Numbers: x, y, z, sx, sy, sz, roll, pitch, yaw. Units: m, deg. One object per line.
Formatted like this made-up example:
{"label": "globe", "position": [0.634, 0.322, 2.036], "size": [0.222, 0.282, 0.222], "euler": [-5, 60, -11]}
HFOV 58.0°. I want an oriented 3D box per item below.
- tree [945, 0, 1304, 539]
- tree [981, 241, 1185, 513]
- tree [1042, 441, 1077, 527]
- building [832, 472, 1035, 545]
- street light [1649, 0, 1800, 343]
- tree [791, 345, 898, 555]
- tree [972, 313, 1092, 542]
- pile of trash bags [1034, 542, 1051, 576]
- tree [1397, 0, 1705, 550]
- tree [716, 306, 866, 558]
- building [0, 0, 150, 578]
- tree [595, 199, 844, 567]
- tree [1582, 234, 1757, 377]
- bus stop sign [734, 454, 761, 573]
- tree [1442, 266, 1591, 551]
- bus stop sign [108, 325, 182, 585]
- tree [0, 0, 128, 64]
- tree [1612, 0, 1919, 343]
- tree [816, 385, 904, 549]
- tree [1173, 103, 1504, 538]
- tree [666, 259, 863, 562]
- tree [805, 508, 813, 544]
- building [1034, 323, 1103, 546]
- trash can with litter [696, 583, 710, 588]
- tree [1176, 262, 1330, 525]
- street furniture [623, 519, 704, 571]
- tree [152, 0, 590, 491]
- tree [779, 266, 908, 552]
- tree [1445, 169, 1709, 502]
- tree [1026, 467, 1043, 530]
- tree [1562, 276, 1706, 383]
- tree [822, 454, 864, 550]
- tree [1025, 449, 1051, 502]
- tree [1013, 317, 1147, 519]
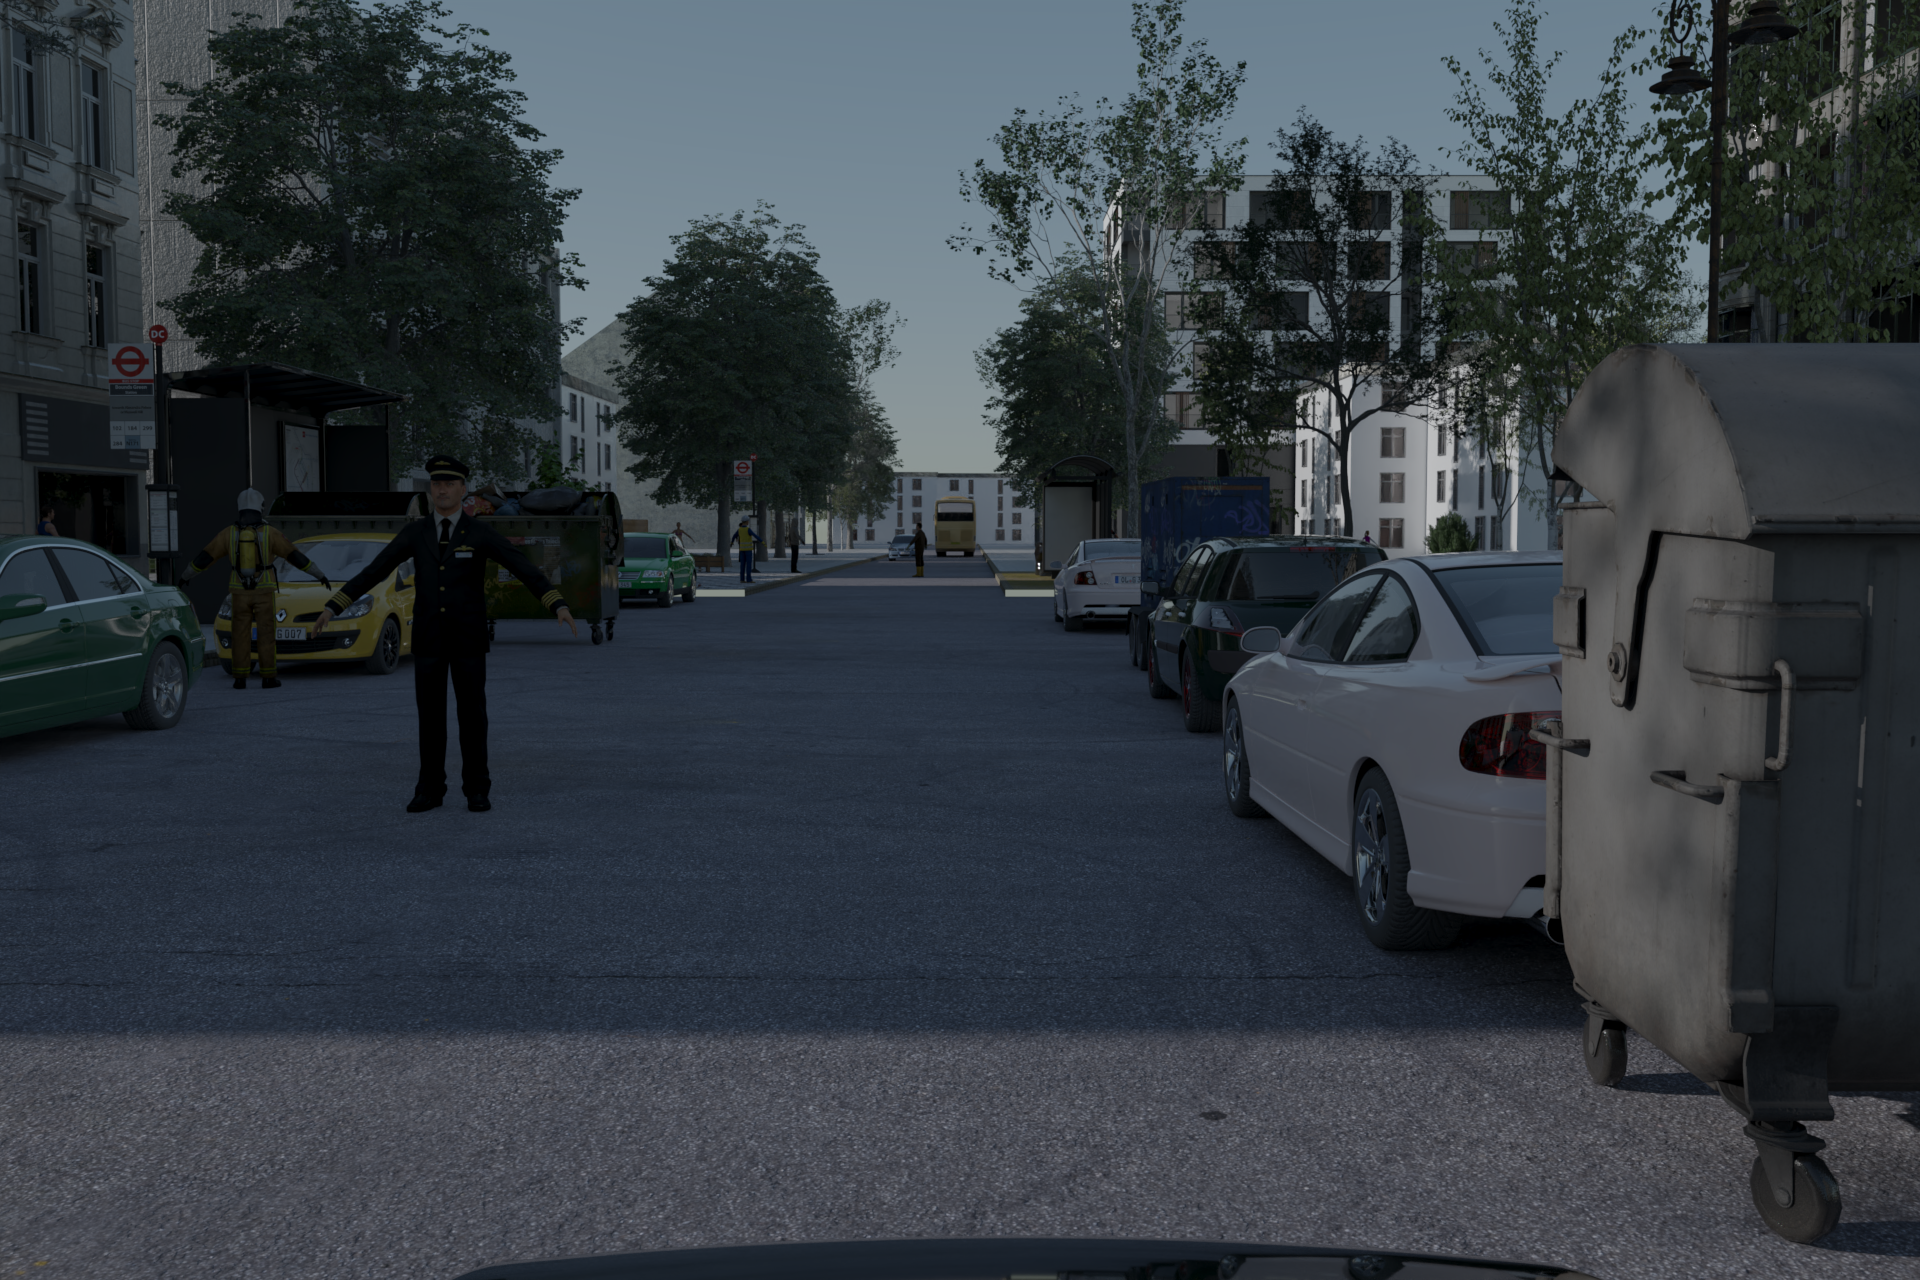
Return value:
{"label": "tree", "position": [5.872, -12.602, 61.936], "size": [12.611, 20.169, 13.585], "euler": [0, 3, 0]}
{"label": "tree", "position": [5.632, -10.426, 77.125], "size": [9.857, 13.997, 8.962], "euler": [0, 3, 0]}
{"label": "tree", "position": [6.172, -9.378, 103.689], "size": [4.360, 8.622, 3.978], "euler": [0, 3, 0]}
{"label": "building", "position": [-3.517, -17.722, 234.366], "size": [28.070, 9.664, 9.099], "euler": [0, 4, -7]}
{"label": "street light", "position": [5.689, -2.465, 13.086], "size": [0.468, 5.910, 1.993], "euler": [0, 4, 0]}
{"label": "tree", "position": [-9.038, -11.973, 106.135], "size": [12.009, 13.543, 11.850], "euler": [0, 3, 0]}
{"label": "tree", "position": [8.306, -17.556, 142.931], "size": [12.611, 20.169, 13.585], "euler": [0, 3, 0]}
{"label": "pile of trash bags", "position": [3.269, -2.711, 54.085], "size": [1.912, 1.369, 3.447], "euler": [0, 4, 0]}
{"label": "tree", "position": [8.135, -4.482, 23.644], "size": [4.737, 8.622, 4.395], "euler": [0, 3, 0]}
{"label": "tree", "position": [-9.721, -11.373, 92.603], "size": [9.857, 13.997, 8.962], "euler": [0, 3, 0]}
{"label": "building", "position": [-29.272, -15.226, 25.354], "size": [17.030, 29.872, 44.131], "euler": [0, 4, 1]}
{"label": "tree", "position": [-9.243, -9.783, 66.606], "size": [9.857, 13.997, 8.962], "euler": [0, 3, 0]}
{"label": "tree", "position": [16.659, -5.638, 42.539], "size": [4.360, 8.622, 3.978], "euler": [0, 3, 0]}
{"label": "bus stop sign", "position": [-7.048, -4.202, 57.413], "size": [0.855, 3.939, 0.416], "euler": [0, 4, 1]}
{"label": "tree", "position": [14.857, -5.947, 47.595], "size": [4.360, 8.622, 3.978], "euler": [0, 3, 0]}
{"label": "bus stop sign", "position": [-10.419, -2.046, 22.149], "size": [0.855, 3.939, 0.416], "euler": [0, 4, 0]}
{"label": "tree", "position": [-12.989, -6.394, 14.916], "size": [12.009, 13.543, 11.850], "euler": [0, 3, 0]}
{"label": "tree", "position": [8.468, -4.095, 17.320], "size": [4.737, 8.622, 4.395], "euler": [0, 3, 0]}
{"label": "tree", "position": [-9.377, -14.641, 146.035], "size": [9.857, 13.997, 8.962], "euler": [0, 3, 0]}
{"label": "tree", "position": [8.315, -6.336, 38.002], "size": [7.601, 10.594, 8.767], "euler": [1, 4, 21]}
{"label": "tree", "position": [-9.146, -10.619, 80.273], "size": [9.857, 13.997, 8.962], "euler": [0, 3, 0]}
{"label": "tree", "position": [-20.048, -17.228, 232.037], "size": [4.737, 8.622, 4.395], "euler": [0, 3, 0]}
{"label": "building", "position": [21.762, -20.814, 184.285], "size": [27.936, 21.610, 32.646], "euler": [0, 3, 0]}
{"label": "trash can with litter", "position": [-6.737, -1.886, 41.901], "size": [1.678, 1.210, 2.233], "euler": [0, 4, 2]}
{"label": "tree", "position": [7.615, -5.891, 46.681], "size": [4.737, 8.622, 4.395], "euler": [0, 3, 0]}
{"label": "street furniture", "position": [-12.055, -2.596, 49.300], "size": [11.010, 1.723, 9.812], "euler": [1, 4, 20]}
{"label": "tree", "position": [-13.121, -8.106, 39.185], "size": [9.857, 13.997, 8.962], "euler": [0, 3, 0]}
{"label": "tree", "position": [-10.788, -16.418, 124.327], "size": [12.611, 20.169, 13.585], "euler": [0, 3, 0]}
{"label": "tree", "position": [21.094, -9.075, 58.751], "size": [12.009, 13.543, 11.850], "euler": [0, 3, 0]}
{"label": "tree", "position": [6.339, -10.054, 114.753], "size": [4.360, 8.622, 3.978], "euler": [0, 3, 0]}
{"label": "tree", "position": [19.715, -6.107, 50.217], "size": [4.737, 8.622, 4.395], "euler": [0, 3, 0]}
{"label": "tree", "position": [-9.265, -11.440, 137.402], "size": [4.360, 8.622, 3.978], "euler": [0, 3, 0]}
{"label": "tree", "position": [6.456, -10.473, 121.589], "size": [4.737, 8.622, 4.395], "euler": [0, 3, 0]}
{"label": "tree", "position": [6.098, -10.571, 90.969], "size": [7.486, 12.596, 7.792], "euler": [0, 3, 0]}
